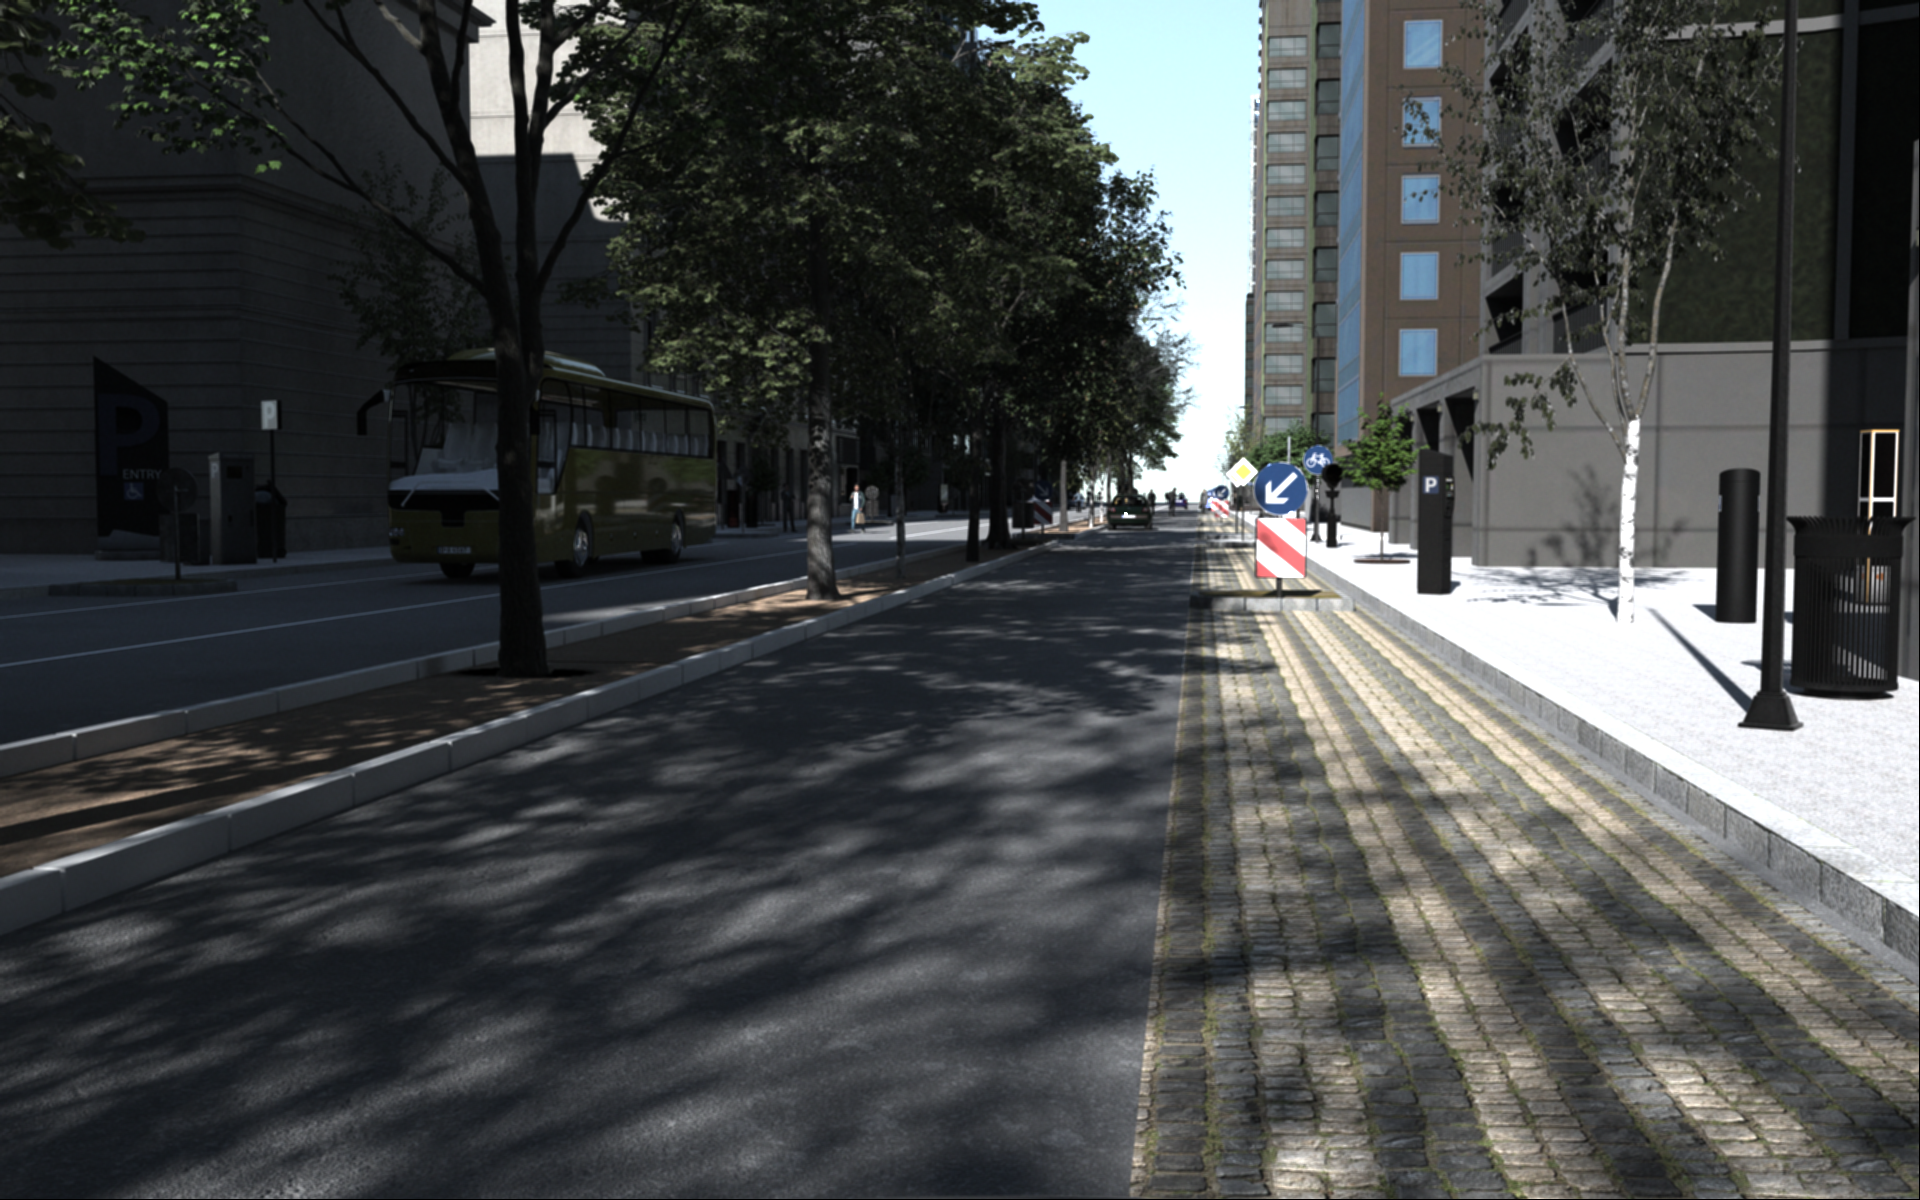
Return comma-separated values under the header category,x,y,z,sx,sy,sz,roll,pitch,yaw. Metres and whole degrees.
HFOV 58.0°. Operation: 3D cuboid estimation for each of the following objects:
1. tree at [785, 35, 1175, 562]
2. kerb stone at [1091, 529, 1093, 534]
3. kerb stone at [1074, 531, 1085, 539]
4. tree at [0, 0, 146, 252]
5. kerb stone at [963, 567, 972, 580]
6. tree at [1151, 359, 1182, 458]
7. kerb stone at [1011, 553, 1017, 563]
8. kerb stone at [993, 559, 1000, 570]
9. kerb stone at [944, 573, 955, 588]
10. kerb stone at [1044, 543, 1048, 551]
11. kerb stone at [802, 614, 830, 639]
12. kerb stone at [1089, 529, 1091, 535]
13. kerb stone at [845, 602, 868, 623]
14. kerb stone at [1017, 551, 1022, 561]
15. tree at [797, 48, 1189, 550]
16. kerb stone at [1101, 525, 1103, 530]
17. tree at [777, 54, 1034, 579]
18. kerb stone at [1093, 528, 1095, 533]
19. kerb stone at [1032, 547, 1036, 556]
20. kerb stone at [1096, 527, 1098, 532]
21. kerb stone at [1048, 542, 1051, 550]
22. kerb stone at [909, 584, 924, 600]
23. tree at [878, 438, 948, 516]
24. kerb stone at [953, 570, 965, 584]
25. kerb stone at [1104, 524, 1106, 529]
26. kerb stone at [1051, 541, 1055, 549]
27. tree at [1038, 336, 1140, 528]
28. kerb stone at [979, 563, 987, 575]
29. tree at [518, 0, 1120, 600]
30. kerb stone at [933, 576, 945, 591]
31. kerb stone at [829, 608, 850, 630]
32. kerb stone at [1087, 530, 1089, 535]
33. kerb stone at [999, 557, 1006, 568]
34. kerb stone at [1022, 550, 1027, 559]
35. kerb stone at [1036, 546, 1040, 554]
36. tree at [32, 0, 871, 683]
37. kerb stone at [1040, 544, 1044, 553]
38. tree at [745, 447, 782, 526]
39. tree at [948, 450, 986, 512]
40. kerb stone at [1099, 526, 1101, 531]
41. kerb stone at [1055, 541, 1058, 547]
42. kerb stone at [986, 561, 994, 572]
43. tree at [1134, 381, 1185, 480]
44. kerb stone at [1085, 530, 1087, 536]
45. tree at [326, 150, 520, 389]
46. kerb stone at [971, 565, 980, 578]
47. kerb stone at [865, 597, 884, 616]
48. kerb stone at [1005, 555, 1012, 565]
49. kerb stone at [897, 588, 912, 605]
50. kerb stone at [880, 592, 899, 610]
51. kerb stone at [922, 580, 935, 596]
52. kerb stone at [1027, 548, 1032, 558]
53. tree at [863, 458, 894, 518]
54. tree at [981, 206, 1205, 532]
category,x,y,z,sx,sy,sz,roll,pitch,yaw
tree,0.190,-6.049,35.773,8.767,10.594,7.601,0,4,8
kerb stone,4.481,-2.362,60.807,0.120,0.150,1.000,0,4,8
kerb stone,3.916,-2.113,56.747,0.120,0.150,1.000,0,4,8
tree,-4.497,-5.141,4.644,7.486,12.596,7.792,0,3,0
kerb stone,0.038,-0.404,28.795,0.120,0.150,1.000,0,4,8
tree,11.568,-11.598,117.832,9.928,11.665,9.643,0,3,0
kerb stone,1.026,-0.838,35.916,0.120,0.150,1.000,0,4,8
kerb stone,0.600,-0.652,32.856,0.120,0.150,1.000,0,4,8
kerb stone,-0.249,-0.280,26.767,0.120,0.150,1.000,0,4,8
kerb stone,2.014,-1.269,43.025,0.120,0.150,1.000,0,4,8
kerb stone,-1.511,0.282,17.608,0.120,0.150,1.000,0,4,8
kerb stone,4.332,-2.299,59.787,0.120,0.150,1.000,0,4,8
kerb stone,-1.226,0.156,19.642,0.120,0.150,1.000,0,4,8
kerb stone,1.166,-0.901,36.928,0.120,0.150,1.000,0,4,8
tree,0.992,-7.639,44.370,9.611,12.733,9.660,0,3,0
kerb stone,5.328,-2.733,66.899,0.120,0.150,1.000,0,4,8
tree,-1.017,-4.642,28.714,4.360,8.622,3.978,0,3,0
kerb stone,4.623,-2.424,61.829,0.120,0.150,1.000,0,4,8
kerb stone,1.588,-1.087,39.976,0.120,0.150,1.000,0,4,8
kerb stone,4.902,-2.548,63.859,0.120,0.150,1.000,0,4,8
kerb stone,2.152,-1.333,44.038,0.120,0.150,1.000,0,4,8
kerb stone,-0.662,-0.087,23.708,0.120,0.150,1.000,0,4,8
tree,-3.213,-7.187,101.227,4.285,4.588,4.351,0,3,0
kerb stone,-0.094,-0.342,27.782,0.120,0.150,1.000,0,4,8
kerb stone,5.605,-2.857,68.932,0.120,0.150,1.000,0,4,8
kerb stone,2.294,-1.391,45.051,0.120,0.150,1.000,0,4,8
tree,5.549,-7.367,73.277,4.737,8.622,4.395,0,3,0
kerb stone,0.320,-0.528,30.821,0.120,0.150,1.000,0,4,8
tree,-1.819,-6.237,22.566,7.486,12.596,7.792,0,3,0
kerb stone,-0.389,-0.214,25.748,0.120,0.150,1.000,0,4,8
kerb stone,-1.368,0.227,18.624,0.120,0.150,1.000,0,4,8
kerb stone,4.189,-2.237,58.775,0.120,0.150,1.000,0,4,8
kerb stone,0.742,-0.709,33.873,0.120,0.150,1.000,0,4,8
kerb stone,1.305,-0.963,37.951,0.120,0.150,1.000,0,4,8
kerb stone,1.733,-1.150,40.995,0.120,0.150,1.000,0,4,8
tree,-3.525,-5.211,13.412,9.928,11.665,9.643,0,3,0
kerb stone,1.872,-1.212,42.012,0.120,0.150,1.000,0,4,8
tree,-8.120,-4.617,70.085,1.663,3.219,1.824,0,3,0
tree,0.256,-8.761,126.957,4.285,4.588,4.351,0,3,0
kerb stone,5.177,-2.672,65.888,0.120,0.150,1.000,0,4,8
kerb stone,2.435,-1.460,46.073,0.120,0.150,1.000,0,4,8
kerb stone,0.453,-0.590,31.836,0.120,0.150,1.000,0,4,8
tree,12.543,-12.597,126.543,7.486,12.596,7.792,0,3,0
kerb stone,4.049,-2.171,57.763,0.120,0.150,1.000,0,4,8
tree,-11.680,-5.357,37.949,4.737,8.622,4.395,0,3,0
kerb stone,0.174,-0.466,29.809,0.120,0.150,1.000,0,4,8
kerb stone,-1.085,0.096,20.656,0.120,0.150,1.000,0,4,8
kerb stone,0.876,-0.773,34.896,0.120,0.150,1.000,0,4,8
kerb stone,-0.805,-0.025,22.695,0.120,0.150,1.000,0,4,8
kerb stone,-0.941,0.032,21.677,0.120,0.150,1.000,0,4,8
kerb stone,-0.522,-0.147,24.735,0.120,0.150,1.000,0,4,8
kerb stone,1.452,-1.025,38.963,0.120,0.150,1.000,0,4,8
tree,-4.316,-5.977,92.332,1.663,3.219,1.824,0,3,0
tree,3.885,-9.296,64.820,12.009,13.543,11.850,0,3,0
